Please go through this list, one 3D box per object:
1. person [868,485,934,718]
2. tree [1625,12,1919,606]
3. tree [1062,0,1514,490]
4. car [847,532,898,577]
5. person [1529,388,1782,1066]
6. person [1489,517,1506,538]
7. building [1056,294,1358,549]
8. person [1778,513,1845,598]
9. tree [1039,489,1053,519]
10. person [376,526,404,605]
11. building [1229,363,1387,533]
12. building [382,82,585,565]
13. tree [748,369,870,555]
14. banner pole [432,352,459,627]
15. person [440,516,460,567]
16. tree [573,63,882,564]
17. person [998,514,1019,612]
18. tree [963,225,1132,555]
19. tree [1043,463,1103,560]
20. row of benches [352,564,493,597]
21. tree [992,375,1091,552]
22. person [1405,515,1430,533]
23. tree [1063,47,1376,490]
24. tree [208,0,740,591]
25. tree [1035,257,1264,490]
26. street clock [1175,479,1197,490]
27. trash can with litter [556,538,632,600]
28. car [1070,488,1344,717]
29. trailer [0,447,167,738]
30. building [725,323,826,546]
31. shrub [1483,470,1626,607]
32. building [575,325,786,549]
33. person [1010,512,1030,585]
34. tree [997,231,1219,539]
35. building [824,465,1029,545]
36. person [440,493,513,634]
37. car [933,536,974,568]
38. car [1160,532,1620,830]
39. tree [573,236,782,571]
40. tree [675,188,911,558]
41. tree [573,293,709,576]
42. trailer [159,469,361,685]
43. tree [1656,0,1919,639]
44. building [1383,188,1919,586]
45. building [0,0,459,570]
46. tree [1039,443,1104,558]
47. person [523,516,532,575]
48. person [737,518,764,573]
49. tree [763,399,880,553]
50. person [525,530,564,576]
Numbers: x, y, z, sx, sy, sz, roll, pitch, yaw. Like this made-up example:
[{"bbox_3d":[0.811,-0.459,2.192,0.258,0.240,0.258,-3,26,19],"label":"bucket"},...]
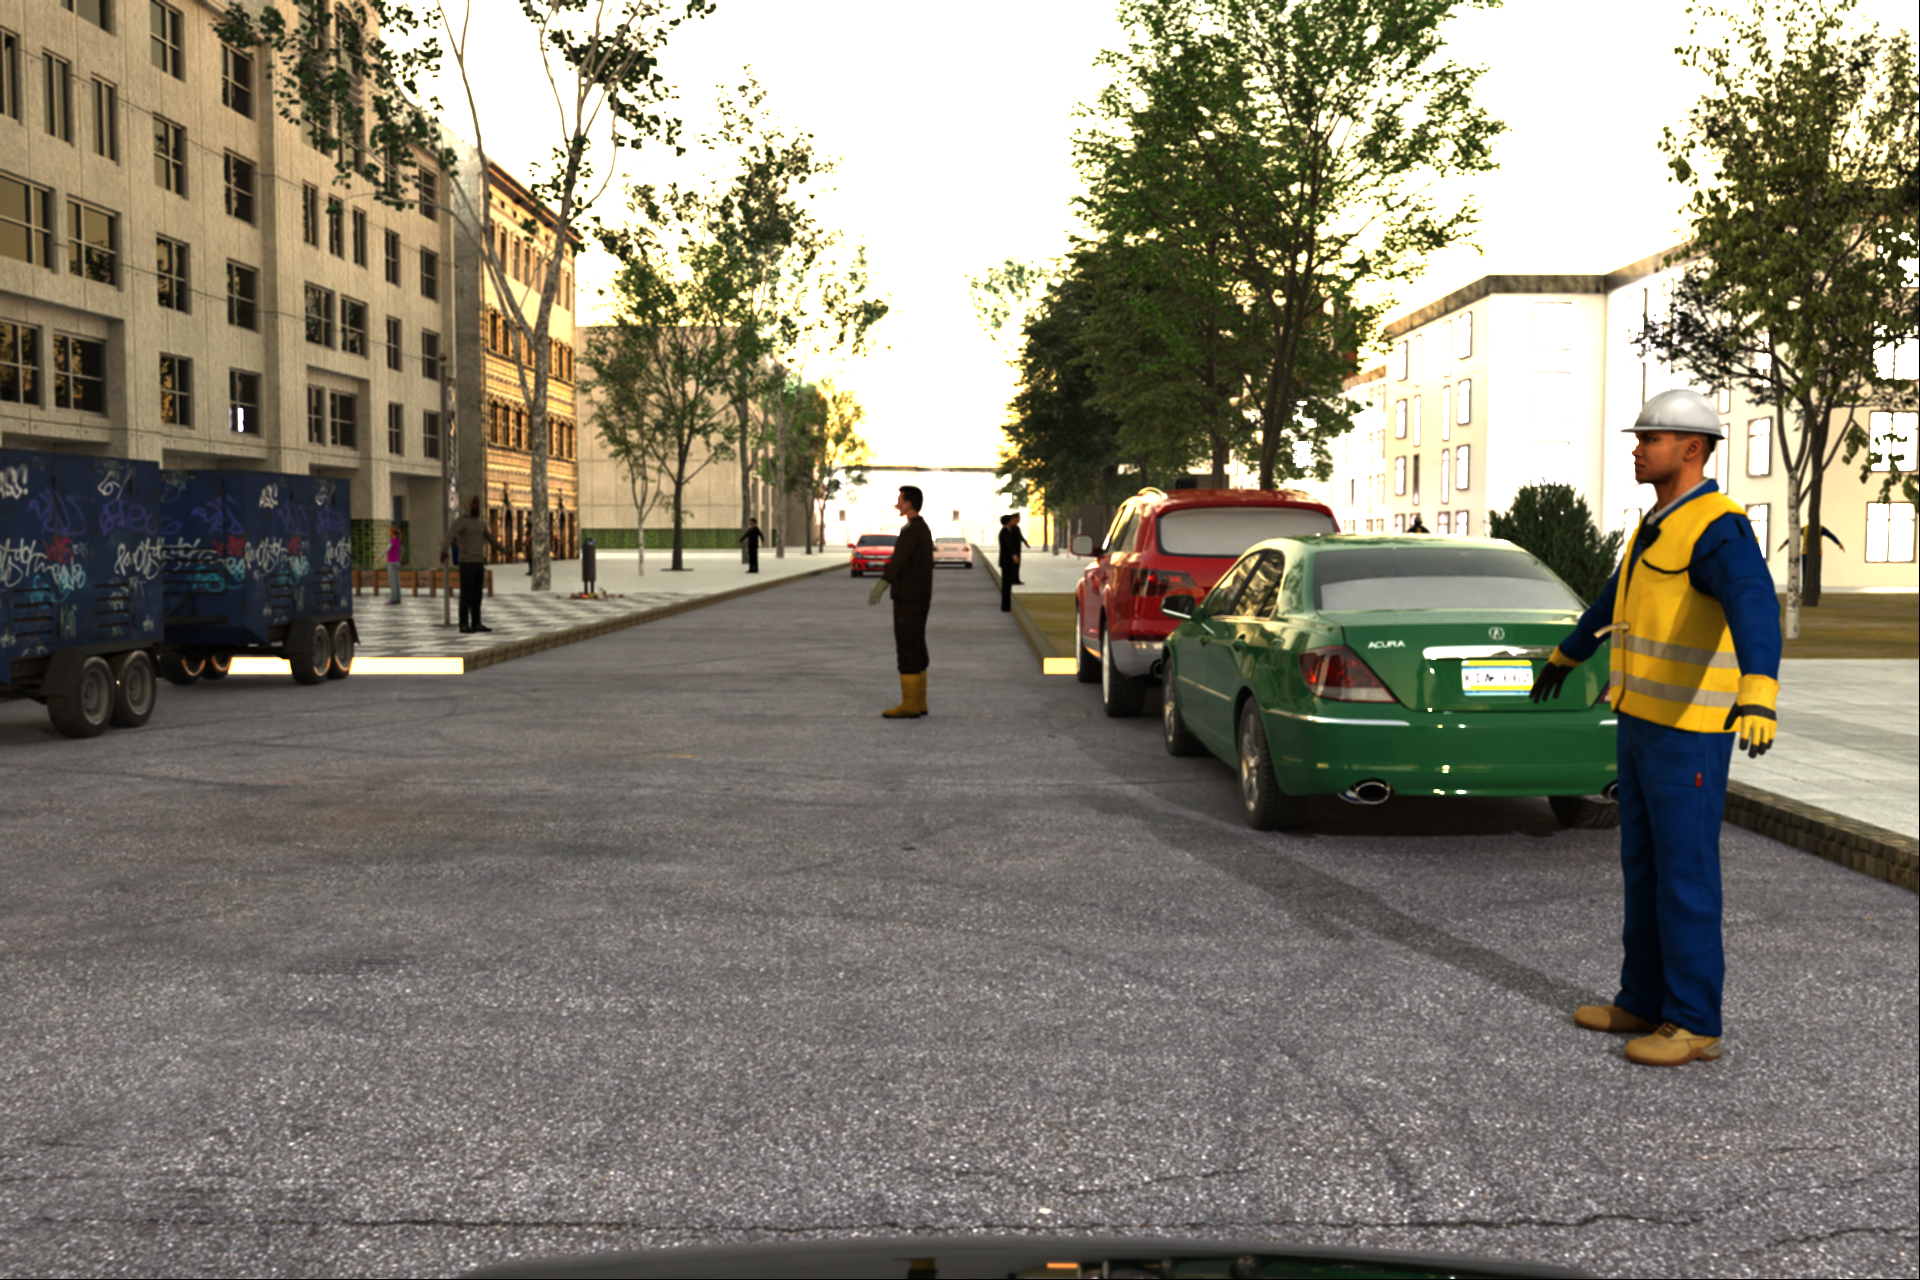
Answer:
[{"bbox_3d":[-0.416,-0.305,13.588,0.704,1.812,1.346,1,4,14],"label":"person"},{"bbox_3d":[15.480,-5.882,30.577,7.601,10.594,8.767,-1,4,-13],"label":"tree"},{"bbox_3d":[5.316,-6.315,29.009,9.928,11.665,9.643,0,3,0],"label":"tree"},{"bbox_3d":[-2.726,-3.049,58.899,2.155,1.783,4.494,0,4,0],"label":"car"},{"bbox_3d":[1.949,0.221,4.817,0.705,1.833,1.349,0,4,-3],"label":"person"},{"bbox_3d":[14.308,-2.355,45.302,1.217,1.733,0.721,2,4,32],"label":"person"},{"bbox_3d":[22.850,-19.569,163.924,27.936,21.610,32.646,0,4,0],"label":"building"},{"bbox_3d":[16.988,-1.719,34.562,1.216,1.772,0.721,3,4,36],"label":"person"},{"bbox_3d":[12.217,-16.063,212.997,4.360,8.622,3.978,0,3,0],"label":"tree"},{"bbox_3d":[-10.369,-1.362,31.541,0.599,1.433,0.991,0,4,7],"label":"person"},{"bbox_3d":[21.759,-9.522,97.828,9.099,9.664,28.070,0,3,0],"label":"building"},{"bbox_3d":[-28.644,-15.165,78.879,19.493,23.208,18.063,0,4,-1],"label":"building"},{"bbox_3d":[-9.417,-11.164,108.290,9.928,11.665,9.643,0,3,0],"label":"tree"},{"bbox_3d":[-7.128,-2.090,24.191,0.401,3.779,0.863,0,4,0],"label":"banner pole"},{"bbox_3d":[-15.758,-2.952,54.127,1.347,1.847,0.705,3,4,38],"label":"person"},{"bbox_3d":[-9.730,-13.249,72.505,12.611,20.169,13.585,0,3,0],"label":"tree"},{"bbox_3d":[0.903,-1.432,32.064,0.705,1.806,1.347,0,4,-5],"label":"person"},{"bbox_3d":[6.854,-15.077,102.400,12.611,20.169,13.585,0,3,0],"label":"tree"},{"bbox_3d":[5.824,-8.219,84.743,4.360,8.622,3.978,0,3,0],"label":"tree"},{"bbox_3d":[-11.395,-1.239,35.722,4.104,0.672,1.422,1,4,21],"label":"row of benches"},{"bbox_3d":[6.076,-12.564,123.552,7.486,12.596,7.792,0,3,0],"label":"tree"},{"bbox_3d":[14.173,-2.929,53.672,1.354,1.856,0.705,0,4,7],"label":"person"},{"bbox_3d":[5.804,-7.533,41.292,7.486,12.596,7.792,0,3,0],"label":"tree"},{"bbox_3d":[-10.493,-11.258,39.959,12.611,20.169,13.585,0,3,0],"label":"tree"},{"bbox_3d":[5.978,-7.318,54.054,7.601,10.594,8.767,-1,4,-10],"label":"tree"},{"bbox_3d":[2.946,-1.105,22.639,0.358,2.002,0.471,0,4,-1],"label":"street clock"},{"bbox_3d":[-7.237,-1.447,34.723,1.678,1.210,2.233,0,4,2],"label":"trash can with litter"},{"bbox_3d":[2.142,-0.395,15.130,2.281,1.827,5.304,0,3,0],"label":"car"},{"bbox_3d":[-6.793,-0.288,11.758,1.471,1.999,3.904,0,4,1],"label":"trailer"},{"bbox_3d":[-24.618,-21.912,189.188,19.493,23.208,18.063,0,4,-1],"label":"building"},{"bbox_3d":[6.880,-0.969,20.256,1.690,2.028,1.600,0,3,0],"label":"shrub"},{"bbox_3d":[-26.314,-18.120,162.722,16.747,18.905,31.486,0,3,0],"label":"building"},{"bbox_3d":[1.434,-2.330,44.029,0.705,1.837,1.347,2,4,24],"label":"person"},{"bbox_3d":[6.048,-10.052,71.005,9.857,13.997,8.962,0,3,0],"label":"tree"},{"bbox_3d":[-5.531,-16.374,212.311,28.070,9.664,9.099,0,4,-5],"label":"building"},{"bbox_3d":[-6.320,-1.000,22.484,0.705,1.813,1.348,2,4,24],"label":"person"},{"bbox_3d":[-0.422,-3.744,73.575,2.083,1.381,4.827,0,4,-1],"label":"car"},{"bbox_3d":[2.281,0.121,9.823,2.131,1.459,4.920,0,4,-1],"label":"car"},{"bbox_3d":[-9.778,-8.233,60.369,9.928,11.665,9.643,0,3,0],"label":"tree"},{"bbox_3d":[-9.056,-14.517,93.237,12.611,20.169,13.585,0,3,0],"label":"tree"},{"bbox_3d":[-9.841,-6.294,53.267,4.360,8.622,3.978,0,3,0],"label":"tree"},{"bbox_3d":[-6.792,-0.550,16.043,1.471,1.999,3.904,0,4,0],"label":"trailer"},{"bbox_3d":[10.235,-4.308,20.805,4.737,8.622,4.395,0,3,0],"label":"tree"},{"bbox_3d":[21.556,-6.975,56.187,9.099,9.664,28.070,0,4,0],"label":"building"},{"bbox_3d":[-27.555,-11.170,49.094,16.747,18.905,31.486,0,4,1],"label":"building"},{"bbox_3d":[6.006,-8.681,92.299,4.737,8.622,4.395,0,3,0],"label":"tree"},{"bbox_3d":[-13.388,-2.949,53.978,0.705,1.858,1.354,-2,4,-23],"label":"person"},{"bbox_3d":[-6.852,-3.118,57.172,1.347,1.806,0.705,3,5,44],"label":"person"},{"bbox_3d":[-9.511,-11.178,117.181,8.767,10.594,7.601,0,4,3],"label":"tree"},{"bbox_3d":[-12.593,-2.824,52.317,0.704,1.843,1.345,3,5,43],"label":"person"}]
